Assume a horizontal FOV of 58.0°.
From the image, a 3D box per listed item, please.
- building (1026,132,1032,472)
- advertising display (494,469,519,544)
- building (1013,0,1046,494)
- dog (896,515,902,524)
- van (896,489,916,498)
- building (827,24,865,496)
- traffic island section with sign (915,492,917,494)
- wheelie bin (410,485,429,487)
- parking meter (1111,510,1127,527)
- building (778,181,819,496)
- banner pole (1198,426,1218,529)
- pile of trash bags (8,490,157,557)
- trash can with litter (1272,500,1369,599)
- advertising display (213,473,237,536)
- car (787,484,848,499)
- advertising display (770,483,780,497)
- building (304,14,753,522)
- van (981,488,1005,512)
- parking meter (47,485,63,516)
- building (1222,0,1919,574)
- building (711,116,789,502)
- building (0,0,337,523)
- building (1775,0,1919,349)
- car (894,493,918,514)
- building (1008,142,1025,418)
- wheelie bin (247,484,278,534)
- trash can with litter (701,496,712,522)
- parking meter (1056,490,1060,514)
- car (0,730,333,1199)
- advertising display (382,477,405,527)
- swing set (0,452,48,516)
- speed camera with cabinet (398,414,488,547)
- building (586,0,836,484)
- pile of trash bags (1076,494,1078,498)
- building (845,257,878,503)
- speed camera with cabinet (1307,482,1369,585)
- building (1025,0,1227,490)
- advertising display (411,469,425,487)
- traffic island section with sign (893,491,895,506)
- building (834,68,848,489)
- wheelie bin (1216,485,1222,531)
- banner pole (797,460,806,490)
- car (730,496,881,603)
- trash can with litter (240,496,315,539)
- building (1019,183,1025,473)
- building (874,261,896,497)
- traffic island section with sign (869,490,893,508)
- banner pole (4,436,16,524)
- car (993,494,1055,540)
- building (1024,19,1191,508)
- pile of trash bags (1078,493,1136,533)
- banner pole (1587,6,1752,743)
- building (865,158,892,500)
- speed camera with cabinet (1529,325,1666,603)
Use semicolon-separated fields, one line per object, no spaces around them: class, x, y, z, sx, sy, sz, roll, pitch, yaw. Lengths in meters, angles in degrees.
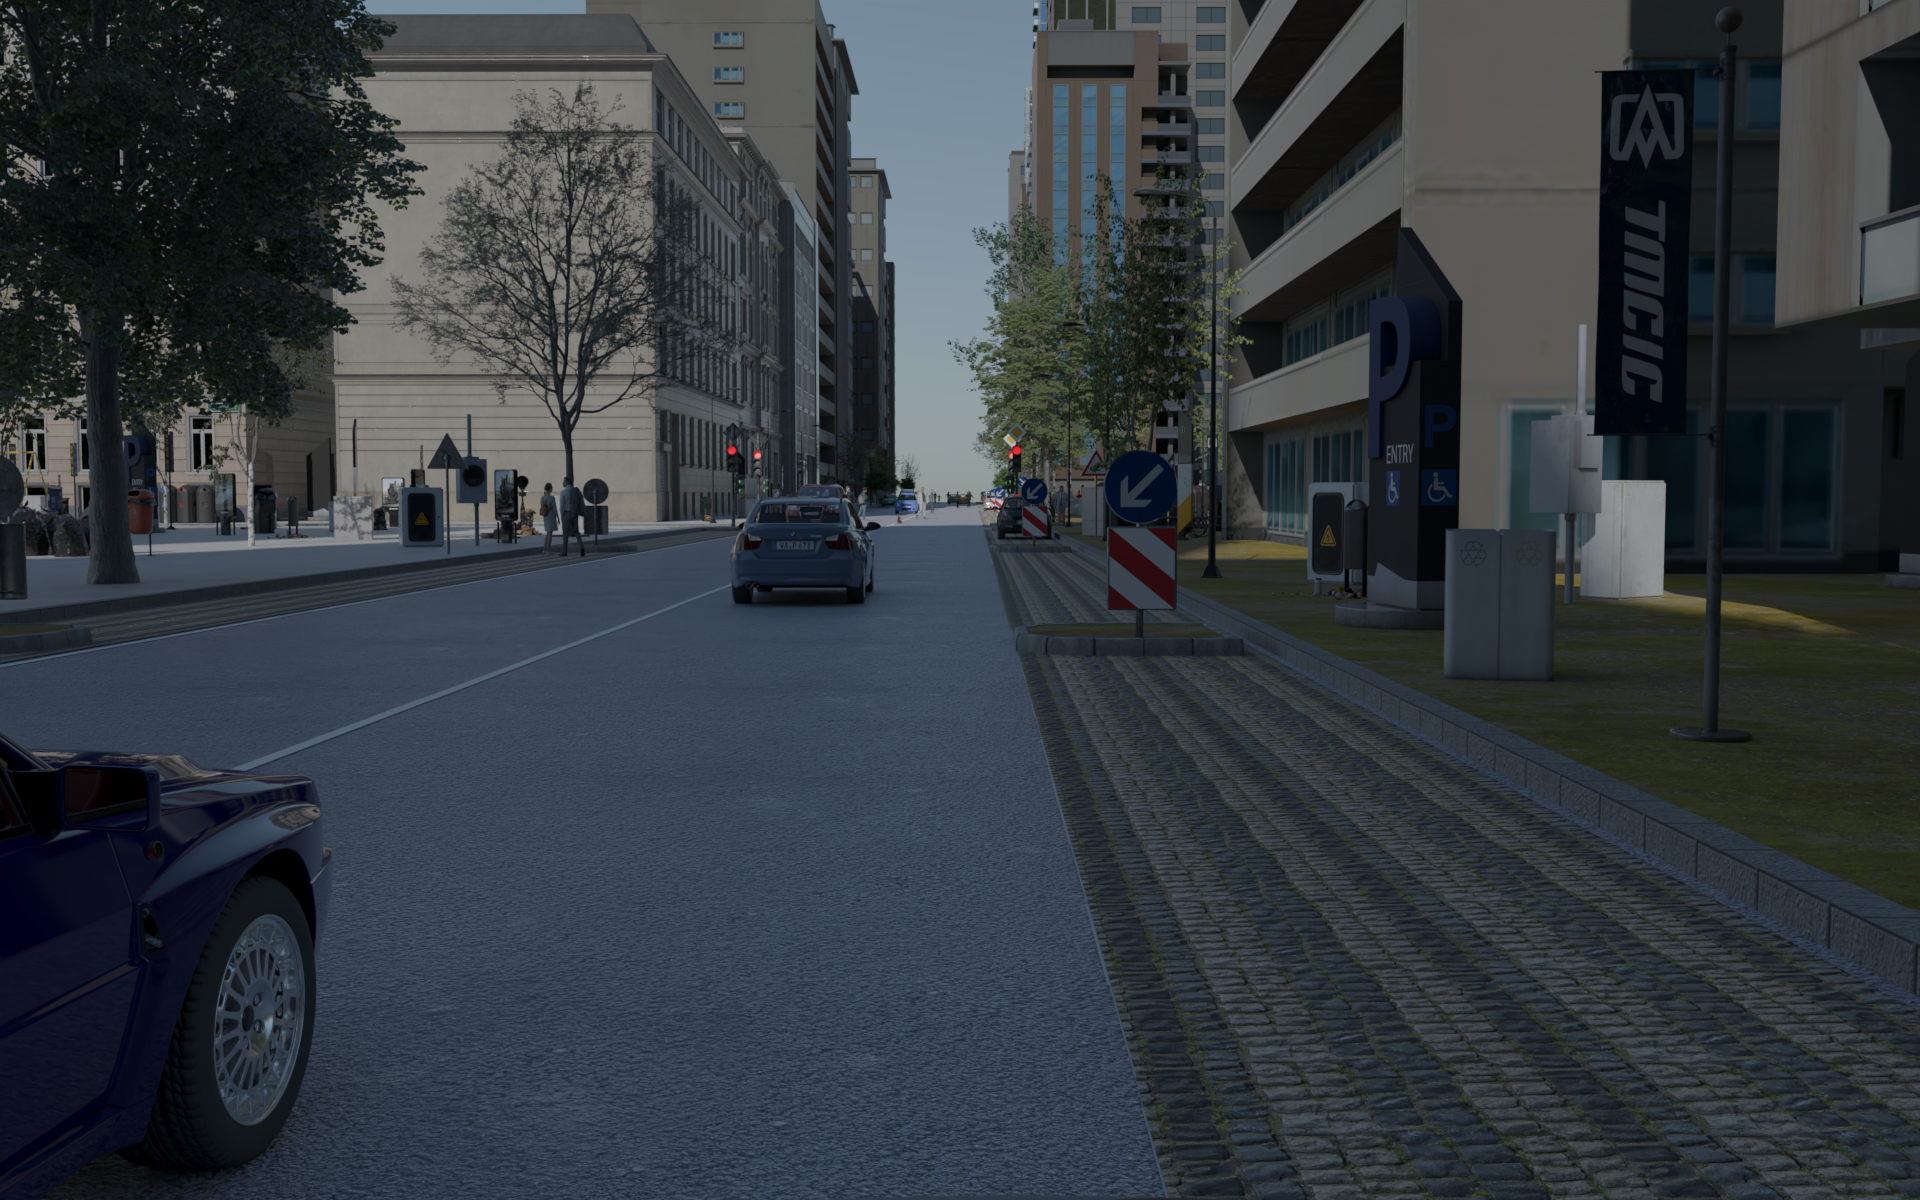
building;19.264;-36.023;208.587;23.786;49.044;30.456;0;4;0
advertising display;-11.800;-2.437;45.054;0.974;1.923;0.123;3;5;44
building;18.788;-58.207;264.348;22.319;86.520;31.000;0;4;0
dog;-3.028;-3.911;84.131;0.550;0.427;0.748;2;4;29
van;-4.754;-9.127;156.238;2.013;2.044;4.112;0;4;-1
building;-26.644;-37.368;200.212;28.713;52.752;27.495;0;4;0
traffic island section with sign;-7.224;-16.920;285.273;1.989;1.847;2.006;0;4;0
wheelie bin;-18.320;-3.113;58.809;0.980;1.594;0.693;0;4;-2
parking meter;4.145;-2.420;45.275;0.399;1.863;0.255;-3;4;-39
building;-18.397;-19.756;141.028;12.078;24.808;19.932;0;4;0
banner pole;9.162;-4.519;63.909;0.863;3.779;0.401;3;4;38
pile of trash bags;-18.185;-1.608;36.050;3.447;1.369;1.912;1;4;17
trash can with litter;4.953;-0.628;21.328;1.678;1.210;2.233;-1;4;-13
advertising display;-22.783;-2.965;53.698;0.974;1.923;0.123;2;4;32
car;-5.243;-3.423;64.634;2.281;1.827;5.304;0;4;2
advertising display;-10.595;-5.754;99.289;0.123;1.923;0.974;1;4;21
building;-20.880;-15.823;91.987;16.112;22.955;30.059;0;4;0
van;2.590;-7.590;131.104;2.013;2.044;4.112;0;4;1
parking meter;-25.043;-2.418;47.950;0.372;1.533;0.369;0;3;0
building;17.938;-25.262;36.731;21.300;48.544;21.600;0;4;0
building;-19.829;-20.285;119.052;14.401;28.519;23.554;0;4;0
building;-41.731;-18.202;83.502;20.117;28.700;13.634;0;4;0
building;14.066;-20.036;11.189;14.154;41.232;14.086;0;4;0
car;-3.905;-7.199;127.291;1.945;1.707;3.694;0;4;-1
building;18.689;-46.079;295.385;21.231;58.520;28.212;0;4;0
wheelie bin;-22.623;-2.960;56.298;0.693;1.594;0.980;3;4;37
trash can with litter;-11.777;-4.263;81.083;0.624;1.170;1.055;-1;4;-19
parking meter;6.376;-6.308;111.549;0.372;1.533;0.369;0;3;0
car;-2.391;0.612;2.567;1.945;1.354;3.894;0;4;2
advertising display;-22.034;-3.802;67.383;0.974;1.923;0.123;1;4;16
swing set;-35.690;-4.059;63.980;3.119;2.851;2.862;0;3;0
speed camera with cabinet;-12.675;-2.943;42.449;2.038;3.252;0.660;-2;4;-26
building;-23.103;-32.873;161.167;21.300;48.544;21.600;0;4;0
pile of trash bags;9.828;-6.935;123.147;3.447;1.369;1.912;2;4;29
building;-28.083;-34.059;248.749;32.217;40.220;23.993;0;4;0
speed camera with cabinet;5.803;-1.841;24.435;0.660;3.252;2.038;-2;4;-31
building;17.404;-45.490;182.009;20.563;71.187;20.611;0;4;0
advertising display;-14.007;-2.422;44.808;0.123;1.923;0.974;0;4;-3
traffic island section with sign;-7.871;-11.823;201.939;1.989;1.847;2.006;0;4;0
building;-19.088;-32.383;179.572;14.600;45.320;14.200;0;4;0
wheelie bin;9.046;-3.177;59.853;0.980;1.594;0.693;-1;4;-13
banner pole;-11.437;-8.305;125.803;0.863;3.779;0.401;-1;4;-17
car;-2.120;-0.732;23.976;2.014;1.417;4.499;0;4;0
trash can with litter;-19.547;-2.386;50.071;1.678;1.210;2.233;0;4;2
building;15.343;-36.263;243.009;14.600;45.320;14.200;0;4;0
building;-18.402;-37.490;296.561;14.154;41.232;14.086;0;4;0
traffic island section with sign;-8.086;-10.138;174.389;1.989;1.847;2.006;0;4;0
banner pole;-41.308;-5.221;75.379;0.401;3.779;0.863;0;4;7
car;2.056;-2.805;55.655;2.009;1.686;4.222;0;4;1
building;13.965;-31.519;165.452;14.600;45.320;14.200;0;4;0
pile of trash bags;4.908;-2.810;55.691;1.912;1.369;3.447;0;4;1
banner pole;3.724;-1.163;9.040;0.863;3.779;0.401;0;4;7
building;-25.614;-41.907;274.411;28.713;52.752;27.495;0;4;0
speed camera with cabinet;7.712;-1.624;20.892;2.038;3.252;0.660;-3;4;-37
